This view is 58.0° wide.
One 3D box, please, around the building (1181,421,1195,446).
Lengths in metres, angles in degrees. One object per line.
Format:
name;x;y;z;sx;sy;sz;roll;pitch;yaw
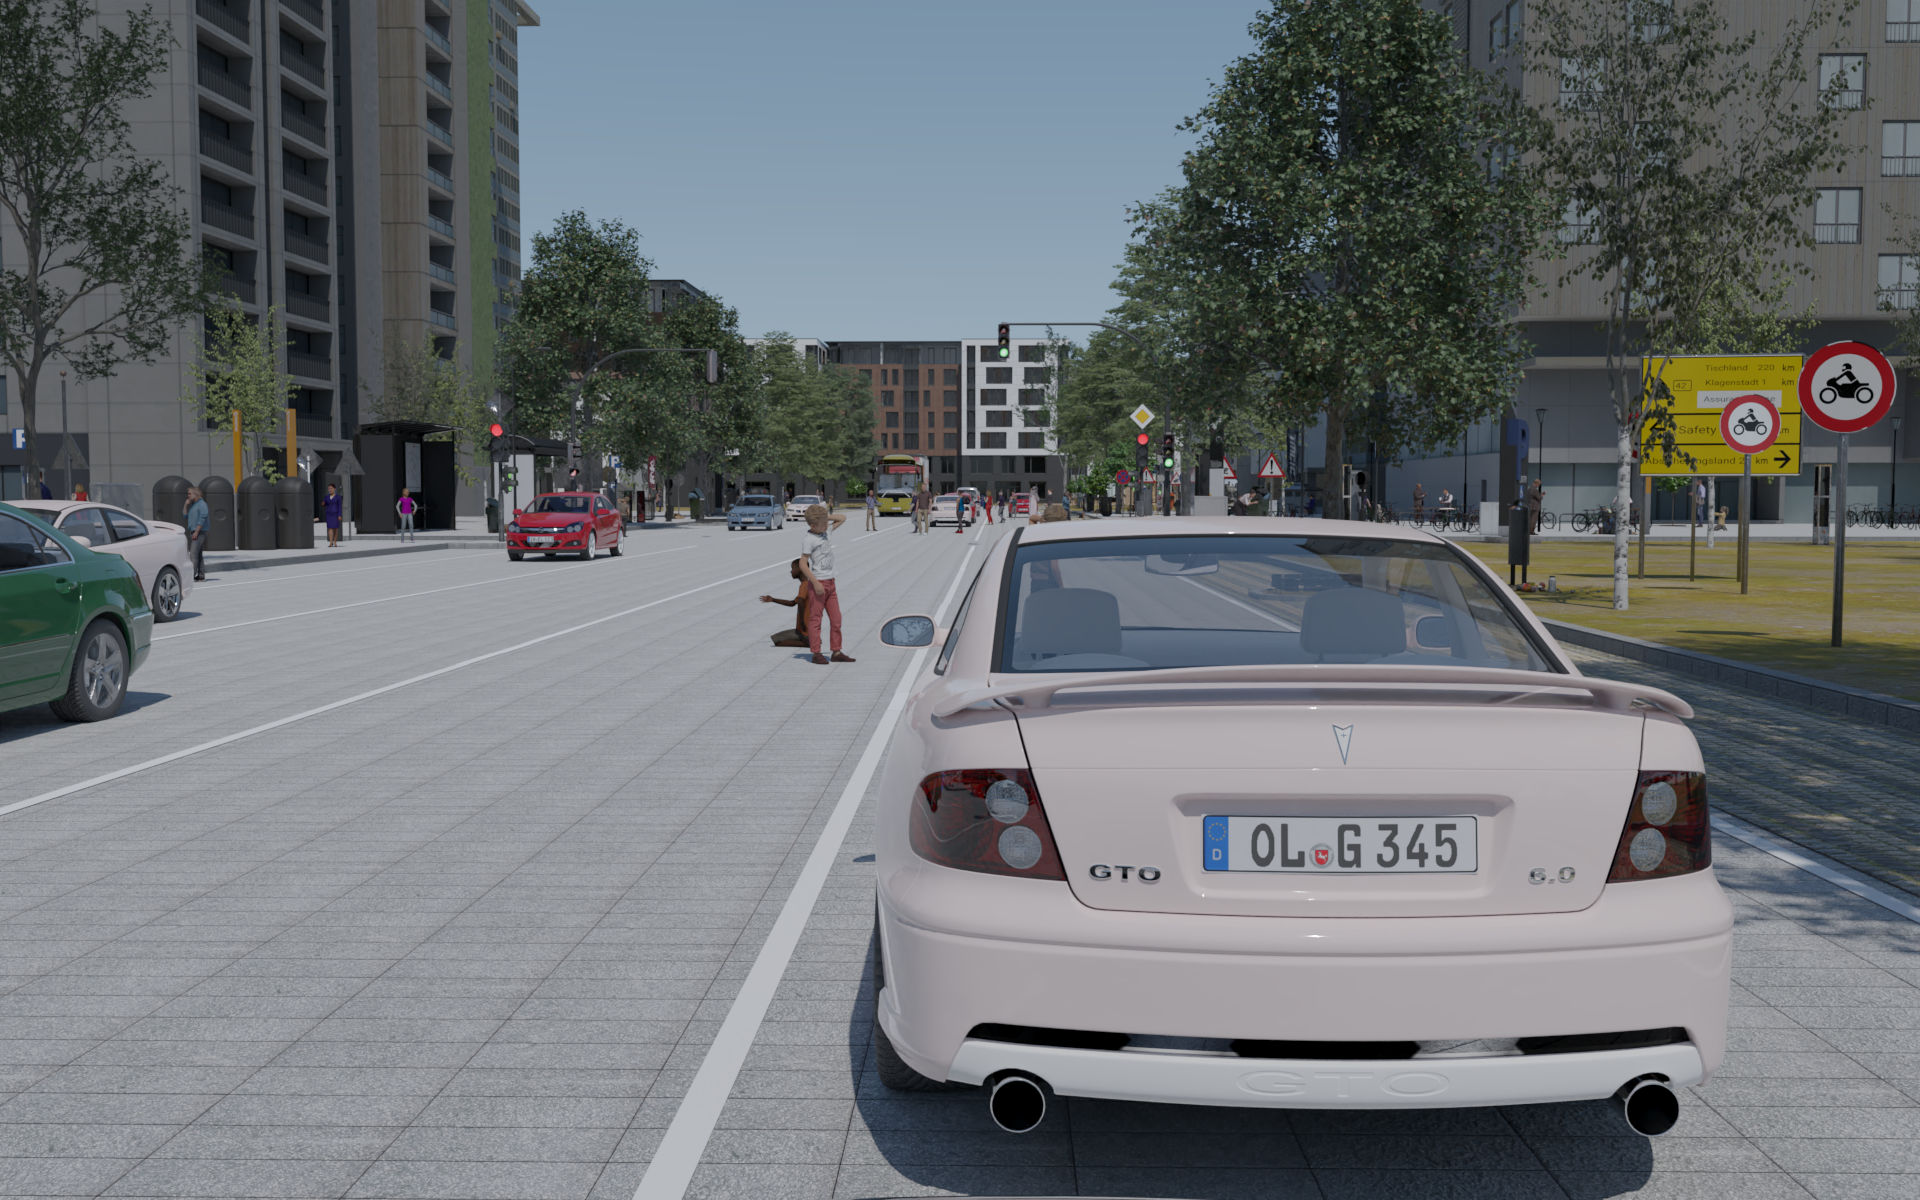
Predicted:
building;32.633;-20.106;185.154;16.016;20.091;11.380;0;4;1

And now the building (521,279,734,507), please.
building;-42.182;-20.504;179.217;32.646;21.610;27.936;0;4;1

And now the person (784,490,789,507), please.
person;-17.664;-10.427;176.976;0.683;1.767;0.568;-2;4;-24

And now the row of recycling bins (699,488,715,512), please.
row of recycling bins;-16.199;-6.341;110.795;1.069;1.692;3.534;0;4;1

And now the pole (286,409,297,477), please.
pole;-16.025;-2.919;41.570;0.158;3.312;0.155;0;3;0

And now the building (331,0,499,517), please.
building;-34.529;-25.184;95.354;14.154;41.232;14.086;0;4;1

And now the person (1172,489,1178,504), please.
person;22.924;-11.044;186.619;1.348;1.824;0.705;1;4;19

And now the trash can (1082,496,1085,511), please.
trash can;9.202;-6.971;125.635;0.748;1.137;0.748;0;3;0

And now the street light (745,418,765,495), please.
street light;-12.501;-8.110;105.141;1.470;5.913;1.316;0;4;1

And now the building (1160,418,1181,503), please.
building;31.595;-23.126;234.532;11.380;20.091;16.016;0;4;1

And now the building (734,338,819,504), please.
building;-34.653;-24.298;241.246;32.646;21.610;27.936;0;4;1

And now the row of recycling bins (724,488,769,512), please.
row of recycling bins;-15.325;-7.132;123.724;1.069;1.692;3.534;3;5;41

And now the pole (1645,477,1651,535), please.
pole;21.707;-3.719;54.656;0.158;3.312;0.155;0;3;0

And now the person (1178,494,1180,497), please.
person;20.513;-9.326;159.309;1.217;1.735;0.721;3;5;43

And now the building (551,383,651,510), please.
building;-29.813;-12.374;144.463;9.099;9.664;28.070;0;4;1

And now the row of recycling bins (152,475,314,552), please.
row of recycling bins;-16.460;-1.975;39.411;1.069;1.692;3.534;3;5;45

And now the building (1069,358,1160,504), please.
building;20.209;-23.117;234.376;11.380;20.091;16.016;0;4;1

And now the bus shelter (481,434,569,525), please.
bus shelter;-15.169;-4.134;61.509;2.014;3.302;5.546;0;4;1

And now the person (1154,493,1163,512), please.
person;14.206;-7.001;122.476;0.963;1.587;0.435;-1;4;-21

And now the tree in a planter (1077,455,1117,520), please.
tree in a planter;6.235;-4.980;78.643;1.991;3.239;1.994;0;4;1

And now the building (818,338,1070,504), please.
building;-1.647;-24.318;241.579;32.646;21.610;27.936;0;4;1

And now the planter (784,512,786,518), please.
planter;-10.671;-5.193;106.049;1.991;0.319;1.994;0;4;1

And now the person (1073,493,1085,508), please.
person;10.912;-9.227;156.995;1.350;1.814;0.705;1;4;19

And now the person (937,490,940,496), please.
person;-2.295;-10.306;177.098;0.705;1.812;1.348;1;4;18

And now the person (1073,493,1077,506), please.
person;12.300;-10.906;184.357;0.705;1.824;1.348;3;5;40

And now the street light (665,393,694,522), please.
street light;-12.941;-6.569;79.946;1.470;5.913;1.316;0;4;1

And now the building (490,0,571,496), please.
building;-42.902;-25.862;114.723;32.217;40.220;23.993;0;4;1

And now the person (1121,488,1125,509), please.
person;13.989;-8.843;150.724;0.705;1.812;1.348;2;4;35

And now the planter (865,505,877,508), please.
planter;-8.954;-9.918;183.302;1.991;0.319;1.994;0;4;1

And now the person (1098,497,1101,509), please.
person;10.986;-7.909;136.178;1.217;1.723;0.721;-3;4;-36

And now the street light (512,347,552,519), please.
street light;-13.614;-5.042;54.975;1.470;5.913;1.316;0;4;1

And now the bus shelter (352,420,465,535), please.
bus shelter;-18.324;-4.073;57.876;1.731;3.624;6.357;0;4;1

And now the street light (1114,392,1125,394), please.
street light;7.645;-6.467;78.273;1.470;5.913;1.316;0;4;1

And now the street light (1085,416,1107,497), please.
street light;8.226;-8.018;103.629;1.470;5.913;1.316;0;4;1

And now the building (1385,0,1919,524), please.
building;36.319;-30.233;83.555;27.495;52.752;28.713;0;4;1

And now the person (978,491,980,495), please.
person;1.970;-11.325;194.391;0.721;1.736;1.217;-1;4;-11

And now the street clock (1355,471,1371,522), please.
street clock;12.904;-3.116;55.515;0.358;2.002;0.471;-2;4;-31

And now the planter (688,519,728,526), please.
planter;-11.266;-3.546;79.112;1.991;0.319;1.994;0;4;1

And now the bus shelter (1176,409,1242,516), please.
bus shelter;10.610;-5.972;75.267;2.179;5.291;8.768;0;4;1

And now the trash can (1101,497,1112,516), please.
trash can;8.414;-5.372;99.484;0.748;1.137;0.748;0;3;0

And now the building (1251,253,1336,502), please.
building;32.143;-17.422;141.272;16.016;20.091;11.380;0;4;1

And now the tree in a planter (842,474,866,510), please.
tree in a planter;-9.543;-9.721;156.160;1.991;3.239;1.994;0;4;1

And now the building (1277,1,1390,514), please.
building;38.669;-25.941;116.017;32.217;40.220;23.993;0;4;1

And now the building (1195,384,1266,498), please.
building;32.404;-18.158;163.337;16.747;18.905;31.486;0;4;1

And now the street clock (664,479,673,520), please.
street clock;-13.811;-4.747;82.179;0.358;2.002;0.471;1;4;16

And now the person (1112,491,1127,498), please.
person;14.369;-9.183;155.813;1.348;1.869;0.705;1;4;21

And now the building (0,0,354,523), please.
building;-37.835;-39.057;76.841;20.563;71.187;20.611;0;4;1

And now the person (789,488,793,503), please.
person;-14.167;-8.519;145.842;0.721;1.766;1.217;-1;4;-12

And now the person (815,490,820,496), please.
person;-16.599;-11.912;201.355;0.434;1.755;0.990;3;4;38

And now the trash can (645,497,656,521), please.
trash can;-15.133;-4.432;84.125;0.748;1.137;0.748;0;3;0
